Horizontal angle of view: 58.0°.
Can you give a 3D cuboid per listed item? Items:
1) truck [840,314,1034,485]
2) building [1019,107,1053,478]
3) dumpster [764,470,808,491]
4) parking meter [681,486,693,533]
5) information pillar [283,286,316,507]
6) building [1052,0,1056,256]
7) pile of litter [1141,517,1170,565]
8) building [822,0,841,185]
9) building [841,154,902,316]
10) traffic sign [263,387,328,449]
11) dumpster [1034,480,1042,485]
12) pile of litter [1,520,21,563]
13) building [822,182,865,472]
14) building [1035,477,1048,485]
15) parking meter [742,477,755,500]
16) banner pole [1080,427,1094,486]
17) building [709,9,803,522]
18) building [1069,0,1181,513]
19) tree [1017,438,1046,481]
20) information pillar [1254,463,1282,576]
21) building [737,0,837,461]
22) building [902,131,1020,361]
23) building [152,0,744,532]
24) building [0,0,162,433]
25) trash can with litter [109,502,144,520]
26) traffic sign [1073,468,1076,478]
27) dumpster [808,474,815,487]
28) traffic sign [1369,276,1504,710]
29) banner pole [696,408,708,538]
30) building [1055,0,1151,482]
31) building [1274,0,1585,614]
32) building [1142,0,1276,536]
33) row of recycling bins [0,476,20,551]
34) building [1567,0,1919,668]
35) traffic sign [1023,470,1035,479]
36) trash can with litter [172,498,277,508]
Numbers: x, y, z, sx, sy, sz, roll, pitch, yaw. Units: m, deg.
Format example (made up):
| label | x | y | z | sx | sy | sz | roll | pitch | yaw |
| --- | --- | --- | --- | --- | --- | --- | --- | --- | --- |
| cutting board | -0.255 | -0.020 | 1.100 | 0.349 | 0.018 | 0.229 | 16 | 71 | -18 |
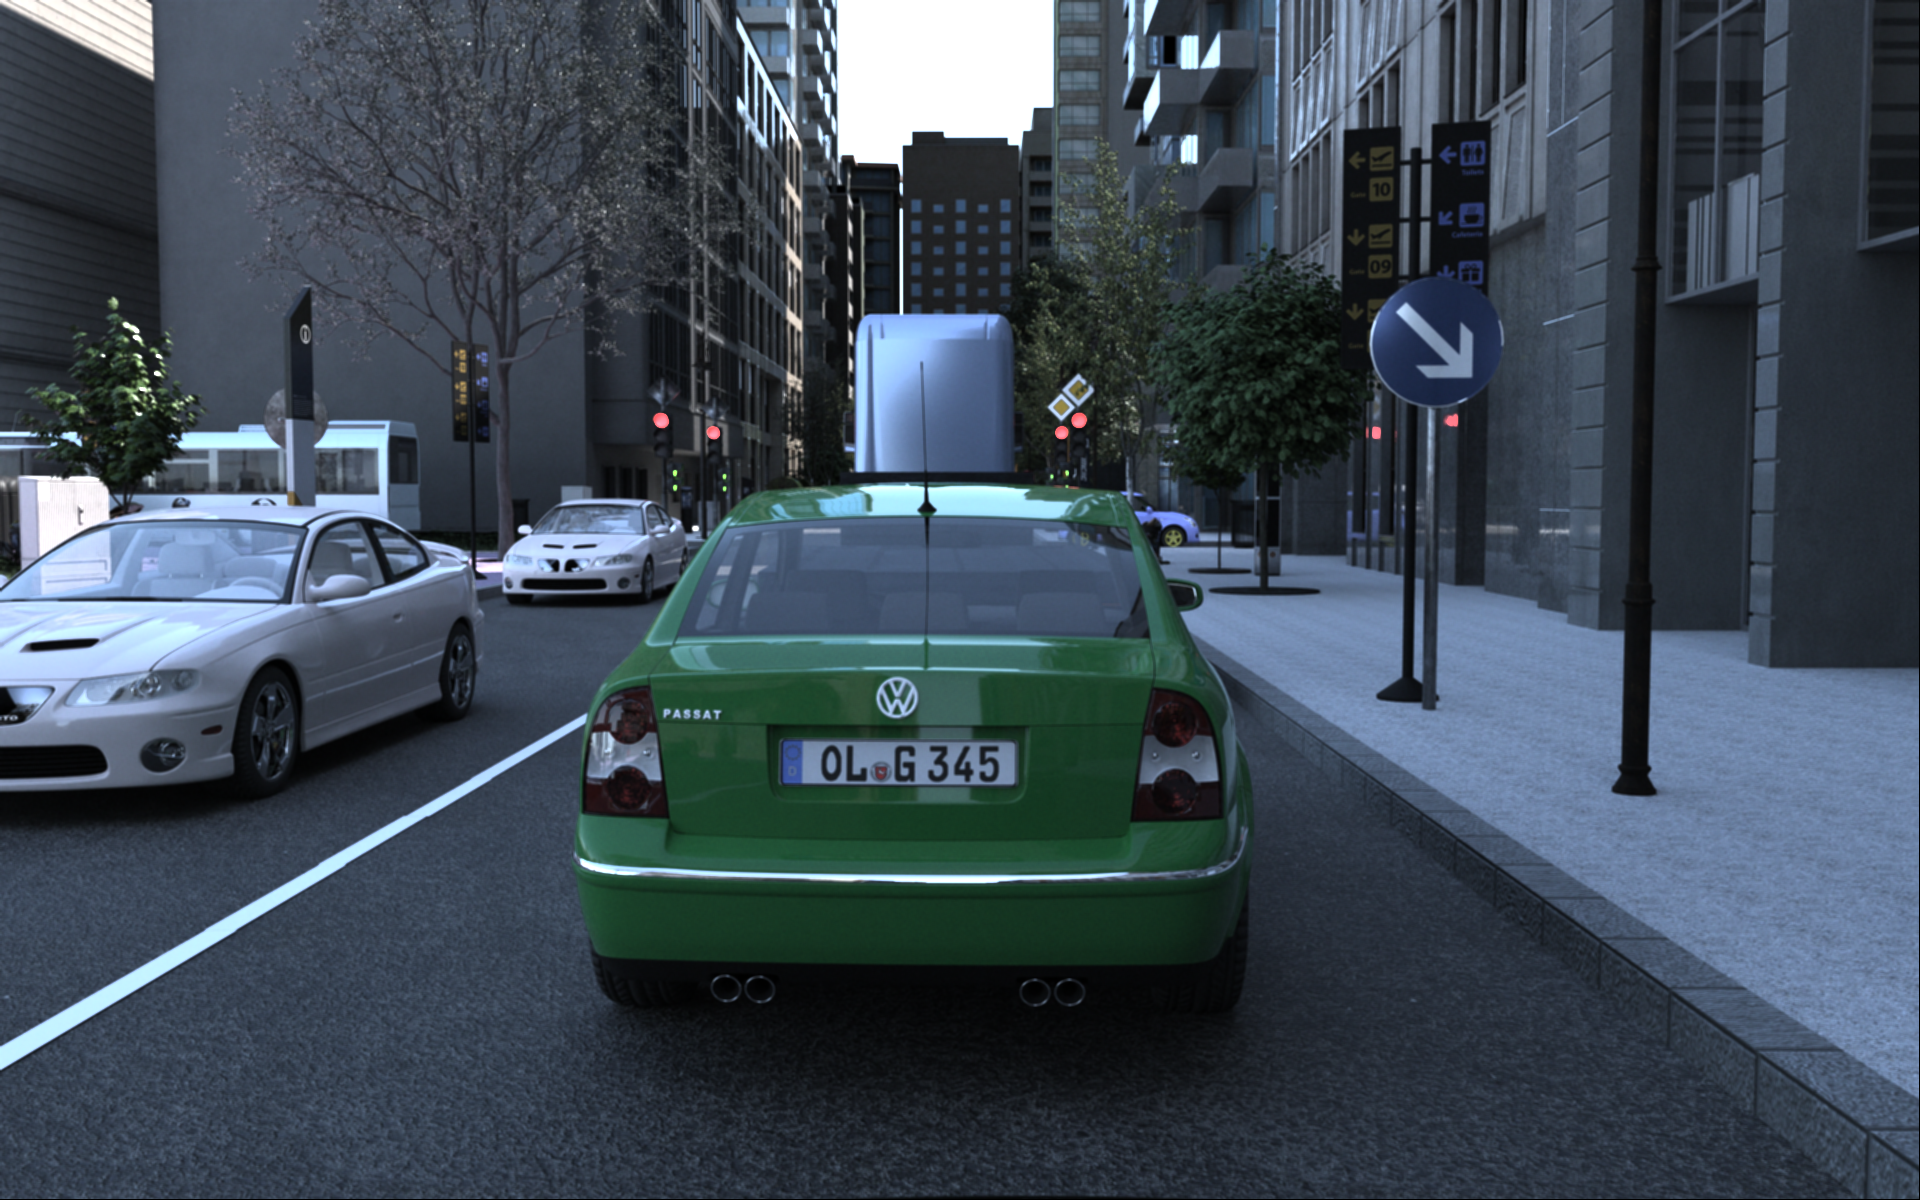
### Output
| label | x | y | z | sx | sy | sz | roll | pitch | yaw |
| --- | --- | --- | --- | --- | --- | --- | --- | --- | --- |
| truck | -0.259 | -1.861 | 20.186 | 2.967 | 4.110 | 18.799 | 0 | 4 | -1 |
| building | 18.117 | -36.485 | 220.223 | 21.600 | 48.544 | 21.300 | 0 | 4 | 0 |
| dumpster | -7.105 | -4.132 | 70.045 | 1.502 | 2.255 | 1.985 | 0 | 4 | 0 |
| parking meter | -8.922 | -2.944 | 56.550 | 0.372 | 1.533 | 0.369 | 0 | 3 | 0 |
| information pillar | -7.363 | -1.713 | 19.357 | 0.183 | 3.616 | 0.504 | 0 | 4 | 8 |
| building | 18.854 | -37.601 | 156.781 | 21.231 | 58.520 | 28.212 | 0 | 4 | 0 |
| pile of litter | 3.282 | -1.098 | 31.921 | 1.176 | 0.858 | 1.719 | 0 | 4 | 7 |
| building | -24.737 | -53.286 | 183.891 | 31.000 | 86.520 | 22.319 | 0 | 4 | 0 |
| building | -21.812 | -34.677 | 221.589 | 28.867 | 44.769 | 22.147 | 0 | 4 | 0 |
| traffic sign | -7.789 | -1.236 | 20.322 | 0.768 | 2.556 | 0.104 | 0 | 4 | 1 |
| dumpster | 3.673 | -5.572 | 93.598 | 1.502 | 2.255 | 1.985 | 0 | 4 | 1 |
| pile of litter | -16.501 | -1.029 | 30.783 | 1.719 | 0.858 | 1.176 | -3 | 4 | -38 |
| building | -16.320 | -23.826 | 161.255 | 14.160 | 30.474 | 14.107 | 0 | 4 | 0 |
| building | 24.221 | -30.059 | 183.348 | 32.217 | 40.220 | 23.993 | 0 | 4 | 0 |
| parking meter | -7.104 | -3.207 | 58.144 | 0.399 | 1.863 | 0.255 | 1 | 4 | 18 |
| banner pole | 4.791 | -4.580 | 64.904 | 0.863 | 3.779 | 0.401 | 0 | 4 | -2 |
| building | -19.648 | -17.576 | 91.885 | 19.350 | 26.468 | 34.151 | 0 | 4 | 0 |
| building | 18.209 | -48.123 | 99.486 | 22.319 | 86.520 | 31.000 | 0 | 4 | 0 |
| tree | 4.128 | -14.599 | 156.818 | 7.486 | 12.596 | 7.792 | 0 | 3 | 0 |
| information pillar | 4.830 | -1.386 | 27.161 | 0.304 | 2.012 | 0.304 | -2 | 4 | -24 |
| building | -21.646 | -31.717 | 138.184 | 23.786 | 49.044 | 30.456 | 0 | 4 | 0 |
| building | 0.150 | -34.652 | 216.676 | 14.200 | 45.320 | 14.600 | 0 | 4 | 0 |
| building | -16.441 | -16.446 | 62.406 | 14.314 | 27.812 | 24.014 | 0 | 4 | 0 |
| building | -40.091 | -16.483 | 56.883 | 23.554 | 28.519 | 14.401 | 0 | 4 | 0 |
| trash can with litter | -12.066 | -0.805 | 24.544 | 1.055 | 1.170 | 0.624 | 2 | 4 | 24 |
| traffic sign | 3.721 | -3.584 | 59.782 | 0.795 | 2.450 | 0.064 | 0 | 4 | 7 |
| dumpster | -7.067 | -4.464 | 75.482 | 1.502 | 2.255 | 1.985 | 0 | 4 | 1 |
| traffic sign | 2.795 | -0.620 | 10.242 | 0.768 | 2.556 | 0.104 | 0 | 4 | 7 |
| banner pole | -7.530 | -3.705 | 50.589 | 0.401 | 3.779 | 0.863 | 0 | 4 | -6 |
| building | 14.394 | -27.670 | 135.994 | 14.154 | 41.232 | 14.086 | 0 | 4 | 0 |
| building | 12.581 | -12.747 | 26.441 | 12.078 | 24.808 | 19.932 | 0 | 4 | 0 |
| building | 21.766 | -26.968 | 60.529 | 30.456 | 49.044 | 23.786 | 0 | 4 | 0 |
| row of recycling bins | -21.979 | -2.008 | 39.936 | 1.069 | 1.692 | 3.534 | -1 | 4 | -15 |
| building | 11.260 | -13.699 | 1.479 | 11.434 | 29.767 | 29.804 | 0 | 4 | 0 |
| traffic sign | 3.564 | -5.581 | 91.353 | 0.768 | 2.556 | 0.104 | 0 | 4 | 3 |
| trash can with litter | -11.247 | -0.981 | 27.100 | 1.678 | 1.210 | 2.233 | 1 | 4 | 20 |
